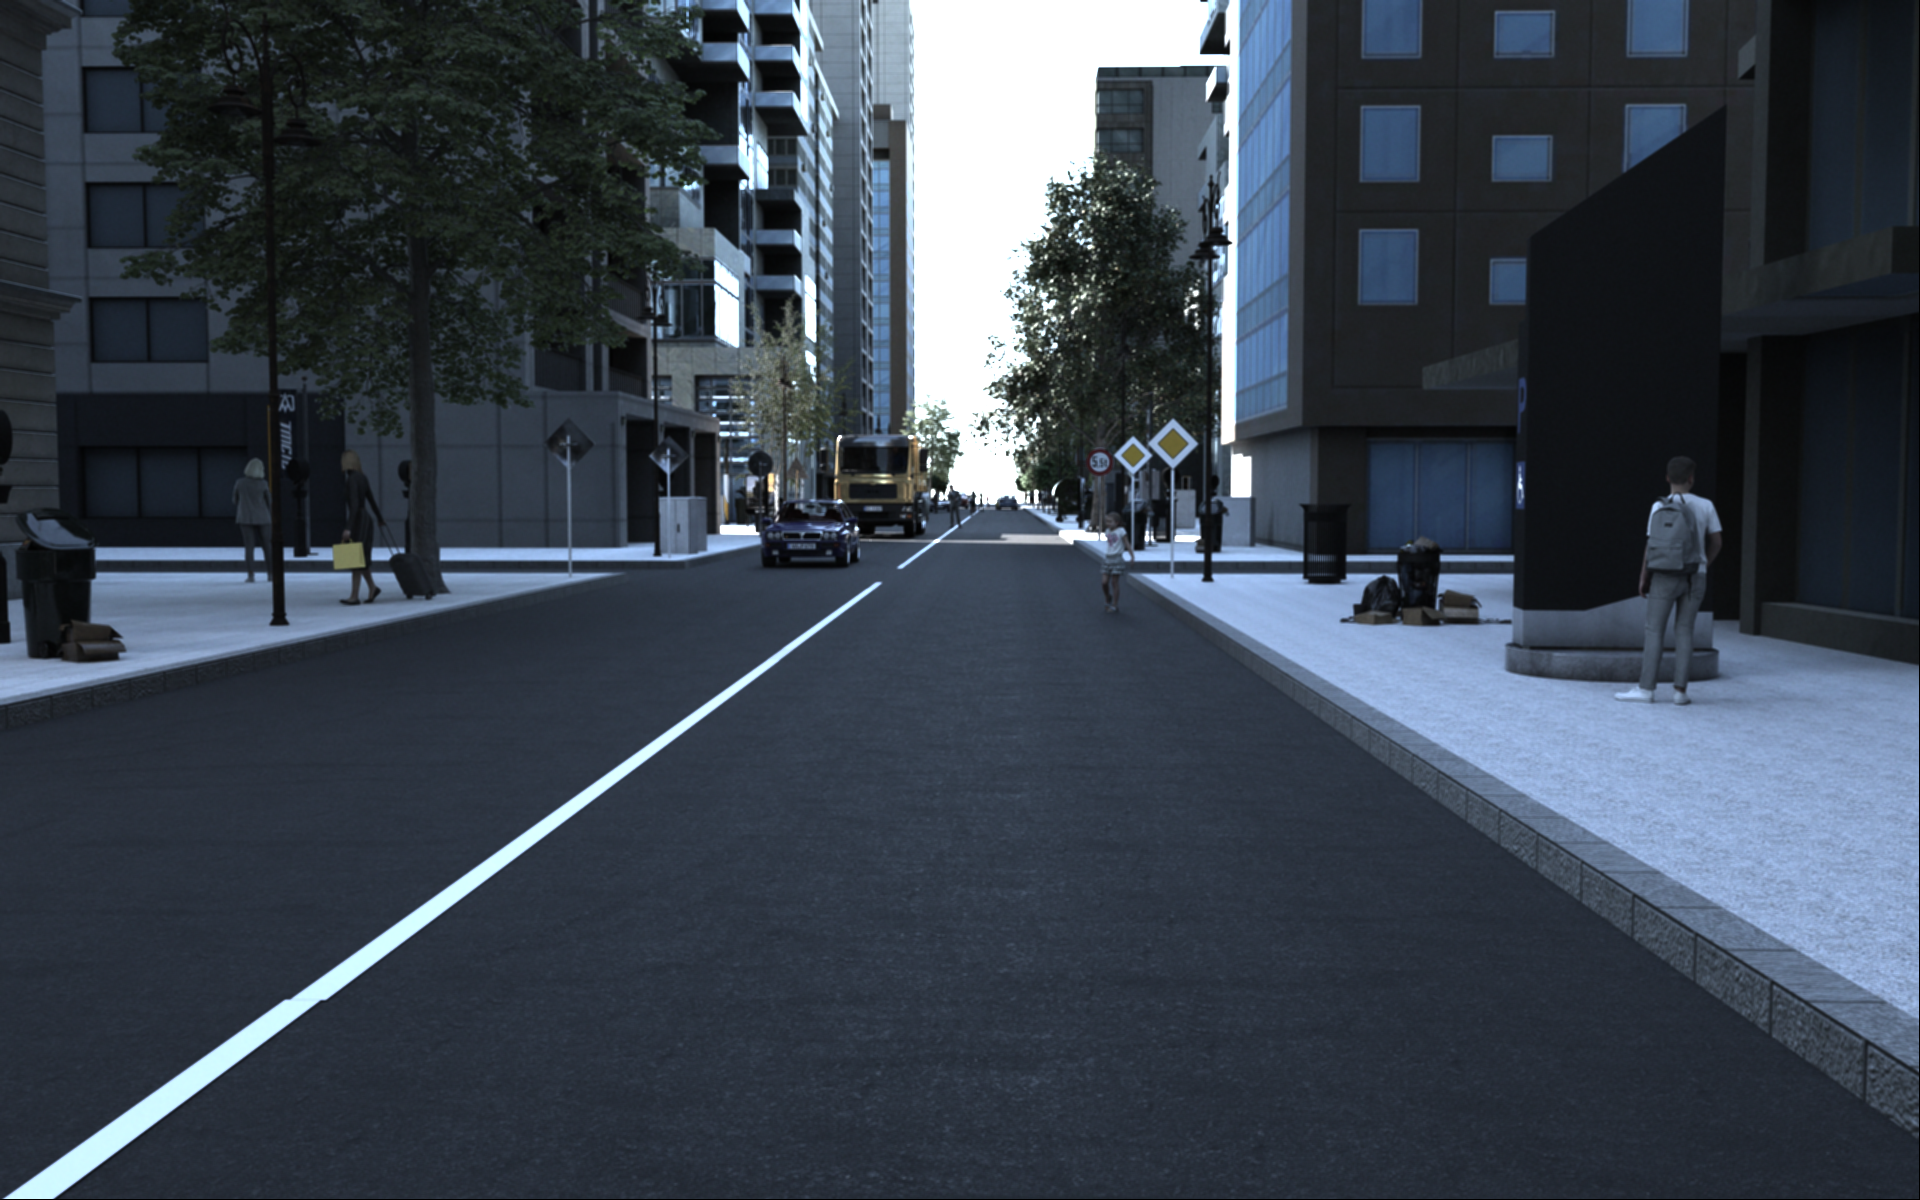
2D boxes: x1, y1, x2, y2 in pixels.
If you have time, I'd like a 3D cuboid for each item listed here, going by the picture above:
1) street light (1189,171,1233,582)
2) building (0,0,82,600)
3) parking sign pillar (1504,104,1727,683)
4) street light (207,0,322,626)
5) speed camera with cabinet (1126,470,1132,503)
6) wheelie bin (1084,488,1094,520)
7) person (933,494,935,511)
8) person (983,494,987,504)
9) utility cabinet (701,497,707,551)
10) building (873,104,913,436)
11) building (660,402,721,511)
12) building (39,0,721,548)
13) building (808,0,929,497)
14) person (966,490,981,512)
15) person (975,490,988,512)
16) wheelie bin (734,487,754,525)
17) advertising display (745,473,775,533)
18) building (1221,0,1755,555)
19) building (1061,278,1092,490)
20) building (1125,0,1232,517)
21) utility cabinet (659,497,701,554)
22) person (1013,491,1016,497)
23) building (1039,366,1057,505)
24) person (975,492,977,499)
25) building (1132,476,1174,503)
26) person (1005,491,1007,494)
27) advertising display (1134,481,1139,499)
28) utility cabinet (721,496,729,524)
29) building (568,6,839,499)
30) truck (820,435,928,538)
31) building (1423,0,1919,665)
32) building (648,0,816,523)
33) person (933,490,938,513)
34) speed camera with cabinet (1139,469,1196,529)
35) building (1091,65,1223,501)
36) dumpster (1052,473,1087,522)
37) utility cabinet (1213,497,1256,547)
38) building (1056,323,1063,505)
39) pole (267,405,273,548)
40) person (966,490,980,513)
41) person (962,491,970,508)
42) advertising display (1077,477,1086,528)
[{"bbox_3d":[3.636,-3.209,25.247,0.468,5.910,1.993,0,4,1],"label":"street light"},{"bbox_3d":[-28.491,-12.087,16.705,34.723,24.649,14.460,0,4,1],"label":"building"},{"bbox_3d":[4.678,-1.461,12.355,1.447,3.967,1.447,0,4,8],"label":"parking sign pillar"},{"bbox_3d":[-6.664,-2.691,16.780,0.468,5.910,1.993,0,4,1],"label":"street light"},{"bbox_3d":[9.455,-6.248,96.498,0.660,3.252,2.038,0,4,3],"label":"speed camera with cabinet"},{"bbox_3d":[6.287,-4.705,84.841,0.693,1.594,0.980,1,4,8],"label":"wheelie bin"},{"bbox_3d":[-2.213,-8.151,144.995,0.599,1.433,0.991,0,4,-5],"label":"person"},{"bbox_3d":[3.723,-14.358,246.483,0.991,1.433,0.599,0,4,-6],"label":"person"},{"bbox_3d":[-6.101,-1.677,38.580,0.306,1.237,1.020,3,5,40],"label":"utility cabinet"},{"bbox_3d":[-12.780,-33.837,203.348,14.600,45.320,14.200,0,4,1],"label":"building"},{"bbox_3d":[-16.757,-44.589,167.274,20.563,71.187,20.611,0,4,1],"label":"building"},{"bbox_3d":[-18.048,-37.393,49.628,20.563,71.187,20.611,0,4,1],"label":"building"},{"bbox_3d":[-14.625,-49.674,250.418,20.563,71.187,20.611,0,4,1],"label":"building"},{"bbox_3d":[1.011,-7.712,135.273,1.217,1.739,0.721,1,4,16],"label":"person"},{"bbox_3d":[1.761,-8.048,140.812,1.217,1.735,0.721,2,4,27],"label":"person"},{"bbox_3d":[-9.132,-3.985,73.069,0.693,1.594,0.980,1,4,18],"label":"wheelie bin"},{"bbox_3d":[-6.588,-3.176,57.136,0.974,1.923,0.123,0,4,-1],"label":"advertising display"},{"bbox_3d":[14.359,-23.934,41.431,14.200,45.320,14.600,0,4,1],"label":"building"},{"bbox_3d":[22.744,-18.253,143.480,27.650,21.520,28.899,0,4,1],"label":"building"},{"bbox_3d":[20.844,-47.388,87.462,22.319,86.520,31.000,0,4,1],"label":"building"},{"bbox_3d":[-6.114,-1.600,37.320,1.020,1.237,0.306,2,4,35],"label":"utility cabinet"},{"bbox_3d":[6.654,-12.658,215.326,0.599,1.838,0.709,1,4,13],"label":"person"},{"bbox_3d":[24.697,-23.257,225.286,27.650,21.520,28.899,0,4,1],"label":"building"},{"bbox_3d":[2.259,-15.617,263.978,0.705,1.807,1.348,-3,5,-40],"label":"person"},{"bbox_3d":[25.948,-29.196,169.237,32.217,40.220,23.993,0,4,1],"label":"building"},{"bbox_3d":[5.610,-12.289,209.512,0.705,1.812,1.348,-1,4,-21],"label":"person"},{"bbox_3d":[8.815,-4.928,85.780,0.123,1.923,0.974,-1,4,-10],"label":"advertising display"},{"bbox_3d":[-10.442,-3.867,74.388,1.020,1.237,0.306,2,4,25],"label":"utility cabinet"},{"bbox_3d":[-23.568,-27.782,146.114,32.217,40.220,23.993,0,4,1],"label":"building"},{"bbox_3d":[-2.642,-3.871,59.223,3.469,3.379,9.791,0,4,2],"label":"truck"},{"bbox_3d":[16.650,-21.596,7.717,22.147,44.769,28.867,0,4,1],"label":"building"},{"bbox_3d":[-18.427,-47.499,89.281,22.319,86.520,31.000,0,4,1],"label":"building"},{"bbox_3d":[-1.834,-7.362,129.423,0.434,1.755,0.990,0,4,2],"label":"person"},{"bbox_3d":[7.700,-4.283,64.366,2.038,3.252,0.660,0,4,-6],"label":"speed camera with cabinet"},{"bbox_3d":[16.086,-21.338,120.578,14.160,30.474,14.107,0,4,1],"label":"building"},{"bbox_3d":[5.006,-4.690,79.180,1.502,2.255,1.985,0,4,1],"label":"dumpster"},{"bbox_3d":[6.715,-1.912,42.420,1.020,1.237,0.306,2,4,33],"label":"utility cabinet"},{"bbox_3d":[18.355,-26.422,203.694,14.160,30.474,14.107,0,4,1],"label":"building"},{"bbox_3d":[-15.743,-2.805,39.710,0.158,3.312,0.155,0,3,0],"label":"pole"},{"bbox_3d":[0.957,-7.316,128.903,1.217,1.735,0.721,-2,4,-30],"label":"person"},{"bbox_3d":[0.487,-10.672,183.126,1.348,1.807,0.705,-2,4,-33],"label":"person"},{"bbox_3d":[4.556,-3.652,64.929,0.123,1.923,0.974,1,4,14],"label":"advertising display"}]
